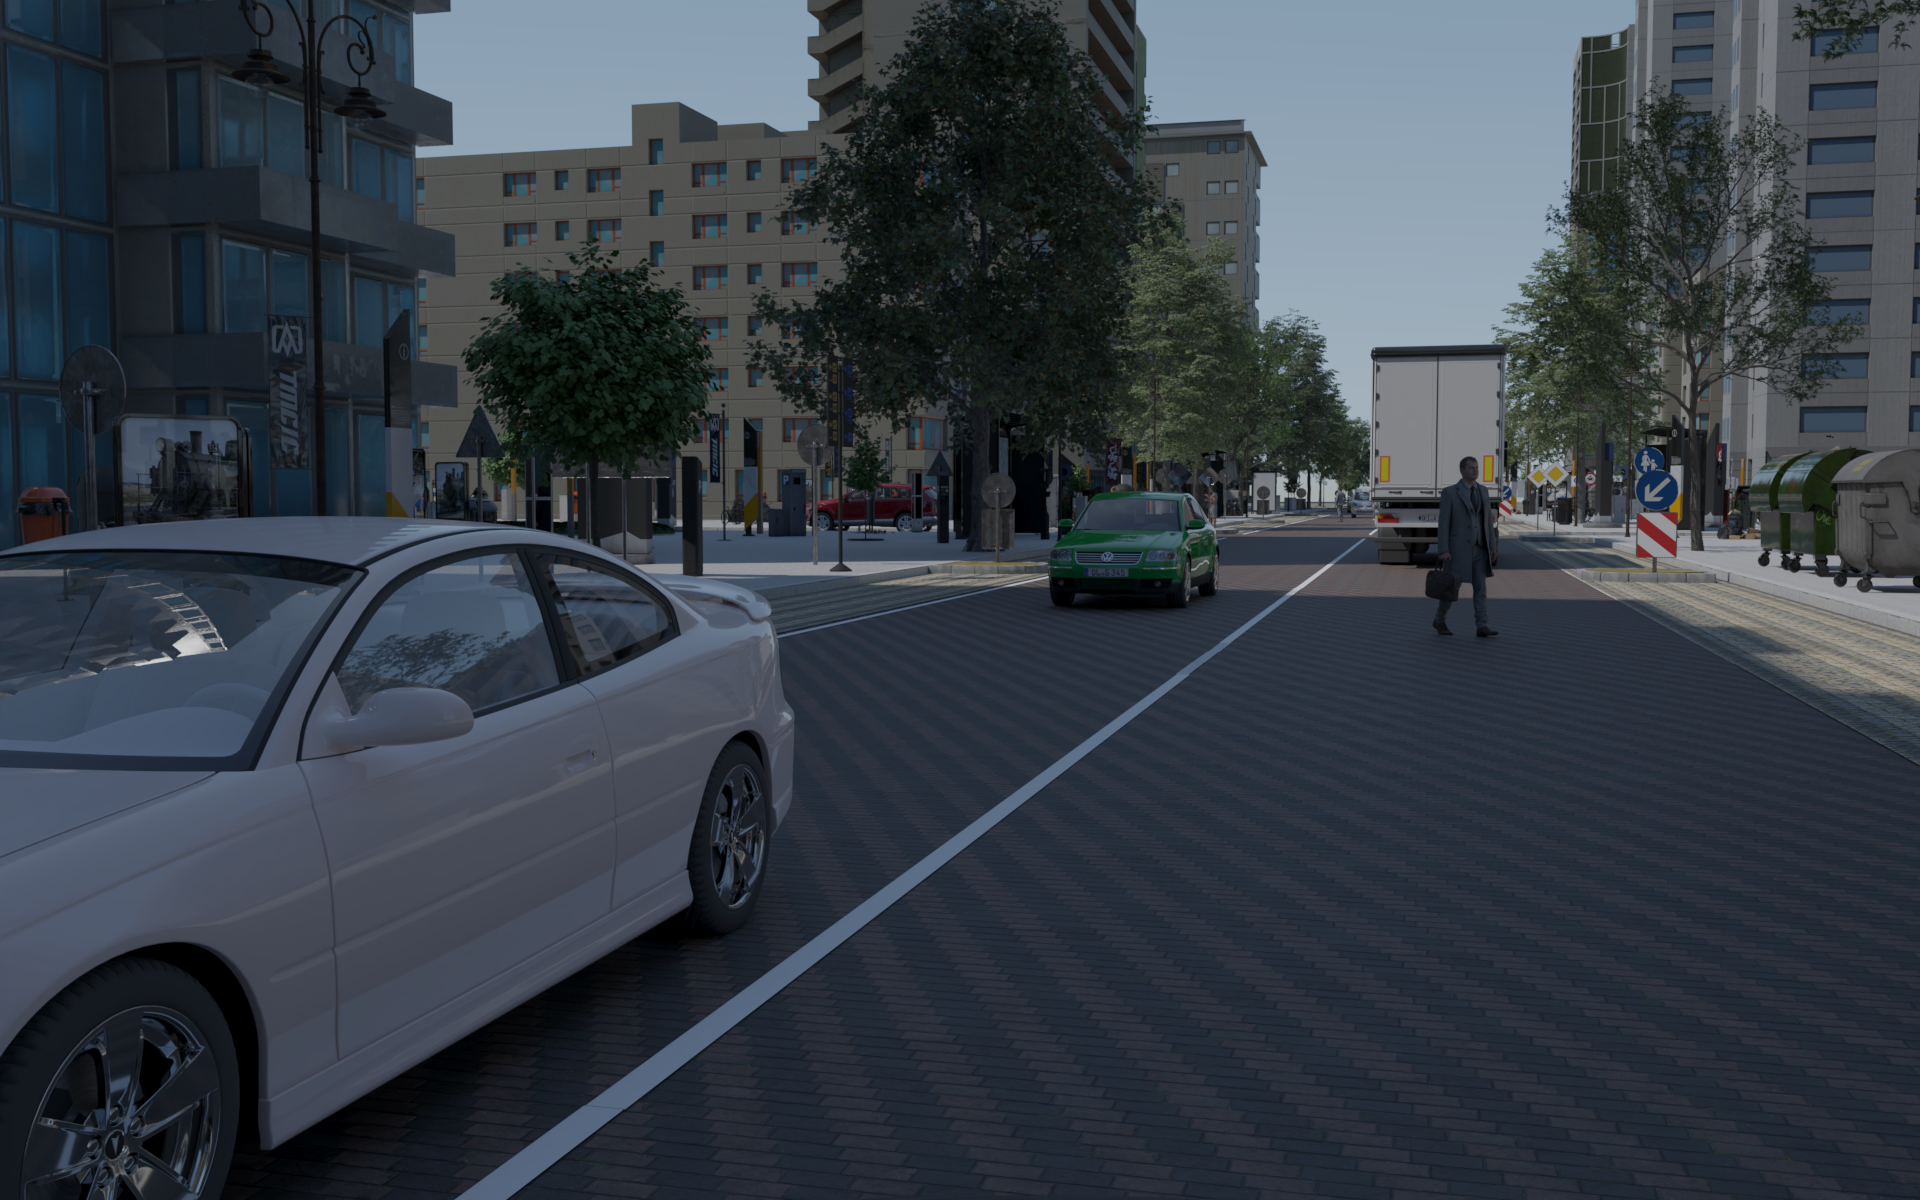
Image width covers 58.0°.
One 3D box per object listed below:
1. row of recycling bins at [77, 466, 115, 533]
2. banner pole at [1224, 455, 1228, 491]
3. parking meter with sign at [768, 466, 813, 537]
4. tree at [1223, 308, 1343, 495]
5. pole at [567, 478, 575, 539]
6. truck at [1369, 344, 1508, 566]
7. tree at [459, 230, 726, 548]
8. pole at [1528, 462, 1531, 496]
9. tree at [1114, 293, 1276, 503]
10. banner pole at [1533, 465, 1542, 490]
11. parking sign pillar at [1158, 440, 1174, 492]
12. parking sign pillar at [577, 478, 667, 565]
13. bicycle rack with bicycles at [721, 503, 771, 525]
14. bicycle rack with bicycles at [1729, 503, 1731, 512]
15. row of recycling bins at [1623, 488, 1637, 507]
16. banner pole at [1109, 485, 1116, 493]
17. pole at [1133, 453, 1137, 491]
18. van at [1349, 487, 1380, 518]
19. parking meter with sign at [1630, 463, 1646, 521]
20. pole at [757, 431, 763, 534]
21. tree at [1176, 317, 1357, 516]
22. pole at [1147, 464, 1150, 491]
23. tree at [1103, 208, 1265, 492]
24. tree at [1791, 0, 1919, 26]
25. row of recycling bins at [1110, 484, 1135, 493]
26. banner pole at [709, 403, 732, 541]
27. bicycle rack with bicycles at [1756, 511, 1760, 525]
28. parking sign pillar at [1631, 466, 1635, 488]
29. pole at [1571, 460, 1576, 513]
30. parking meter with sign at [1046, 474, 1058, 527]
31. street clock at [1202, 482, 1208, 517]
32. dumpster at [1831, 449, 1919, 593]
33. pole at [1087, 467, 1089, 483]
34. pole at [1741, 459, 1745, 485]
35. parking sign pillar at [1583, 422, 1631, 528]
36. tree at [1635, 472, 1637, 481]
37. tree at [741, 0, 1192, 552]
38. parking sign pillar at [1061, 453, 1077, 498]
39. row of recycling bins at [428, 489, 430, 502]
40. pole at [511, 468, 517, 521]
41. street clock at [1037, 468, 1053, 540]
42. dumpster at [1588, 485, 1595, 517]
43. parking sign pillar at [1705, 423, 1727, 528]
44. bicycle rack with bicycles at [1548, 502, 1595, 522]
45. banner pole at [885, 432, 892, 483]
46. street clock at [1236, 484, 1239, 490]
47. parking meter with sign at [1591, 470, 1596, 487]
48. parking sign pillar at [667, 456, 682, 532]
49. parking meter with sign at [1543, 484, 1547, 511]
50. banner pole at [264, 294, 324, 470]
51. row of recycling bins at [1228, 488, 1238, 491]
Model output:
[{"bbox_3d":[-12.767,-1.203,26.787,1.069,1.692,3.534,-1,4,-13],"label":"row of recycling bins"},{"bbox_3d":[17.114,-7.443,111.715,0.401,3.779,0.863,3,4,37],"label":"banner pole"},{"bbox_3d":[-5.062,-3.443,52.547,0.543,3.016,1.738,3,5,41],"label":"parking meter with sign"},{"bbox_3d":[21.776,-13.073,120.403,9.857,13.997,8.962,0,3,0],"label":"tree"},{"bbox_3d":[-10.961,-3.356,48.715,0.158,3.312,0.155,0,3,0],"label":"pole"},{"bbox_3d":[10.609,-3.005,38.053,2.839,4.237,11.283,1,4,17],"label":"truck"},{"bbox_3d":[-4.599,-2.331,21.818,4.285,4.588,4.351,0,3,0],"label":"tree"},{"bbox_3d":[35.817,-7.048,109.073,0.158,3.312,0.155,0,3,0],"label":"pole"},{"bbox_3d":[10.654,-8.854,79.173,8.767,10.594,7.601,2,4,27],"label":"tree"},{"bbox_3d":[43.041,-8.497,128.944,0.863,3.779,0.401,3,5,42],"label":"banner pole"},{"bbox_3d":[10.411,-6.045,87.309,1.447,3.967,1.447,2,4,25],"label":"parking sign pillar"},{"bbox_3d":[-6.348,-2.650,31.807,1.447,3.967,1.447,0,4,5],"label":"parking sign pillar"},{"bbox_3d":[-8.860,-3.641,72.913,2.852,0.926,2.925,3,5,45],"label":"bicycle rack with bicycles"},{"bbox_3d":[30.877,-3.678,73.521,2.852,0.926,2.925,3,5,43],"label":"bicycle rack with bicycles"},{"bbox_3d":[43.007,-6.362,111.135,1.069,1.692,3.534,2,4,23],"label":"row of recycling bins"},{"bbox_3d":[10.698,-8.050,121.640,0.863,3.779,0.401,1,4,17],"label":"banner pole"},{"bbox_3d":[8.709,-5.655,86.306,0.158,3.312,0.155,0,3,0],"label":"pole"},{"bbox_3d":[24.641,-6.004,105.183,2.013,2.044,4.112,1,4,14],"label":"van"},{"bbox_3d":[33.273,-5.335,83.489,1.738,3.016,0.543,1,4,19],"label":"parking meter with sign"},{"bbox_3d":[-6.450,-3.788,55.775,0.158,3.312,0.155,0,3,0],"label":"pole"},{"bbox_3d":[16.644,-10.842,103.016,9.928,11.665,9.643,0,3,0],"label":"tree"},{"bbox_3d":[12.598,-7.463,115.866,0.158,3.312,0.155,0,3,0],"label":"pole"},{"bbox_3d":[8.290,-9.268,69.654,7.486,12.596,7.792,0,3,0],"label":"tree"},{"bbox_3d":[9.123,-4.652,10.470,7.601,10.594,8.767,-3,5,-45],"label":"tree"},{"bbox_3d":[6.636,-3.874,70.445,1.069,1.692,3.534,0,4,3],"label":"row of recycling bins"},{"bbox_3d":[-6.604,-3.510,47.413,0.401,3.779,0.863,2,4,30],"label":"banner pole"},{"bbox_3d":[37.351,-3.976,78.389,2.925,0.926,2.852,-1,4,-17],"label":"bicycle rack with bicycles"},{"bbox_3d":[44.201,-7.753,115.241,1.447,3.967,1.447,-3,5,-44],"label":"parking sign pillar"},{"bbox_3d":[37.183,-6.797,104.966,0.158,3.312,0.155,0,3,0],"label":"pole"},{"bbox_3d":[3.461,-4.313,66.771,1.738,3.016,0.543,1,4,12],"label":"parking meter with sign"},{"bbox_3d":[11.919,-4.870,84.190,0.358,2.002,0.471,0,4,8],"label":"street clock"},{"bbox_3d":[12.436,-1.054,22.999,1.264,1.857,1.865,1,4,15],"label":"dumpster"},{"bbox_3d":[8.678,-7.565,117.537,0.158,3.312,0.155,0,3,0],"label":"pole"},{"bbox_3d":[44.917,-6.458,99.434,0.158,3.312,0.155,0,3,0],"label":"pole"},{"bbox_3d":[24.453,-4.728,65.776,1.447,3.967,1.447,1,4,12],"label":"parking sign pillar"},{"bbox_3d":[49.509,-8.156,127.957,1.663,3.219,1.824,0,3,0],"label":"tree"},{"bbox_3d":[0.446,-7.420,38.325,9.611,12.733,9.660,0,3,0],"label":"tree"},{"bbox_3d":[7.026,-7.638,113.358,1.447,3.967,1.447,3,5,41],"label":"parking sign pillar"},{"bbox_3d":[-43.178,-8.404,144.525,1.069,1.692,3.534,3,4,39],"label":"row of recycling bins"},{"bbox_3d":[-18.462,-4.759,71.651,0.158,3.312,0.155,0,3,0],"label":"pole"},{"bbox_3d":[2.400,-2.704,48.775,0.358,2.002,0.471,3,4,36],"label":"street clock"},{"bbox_3d":[35.886,-5.581,97.006,1.264,1.857,1.865,1,4,15],"label":"dumpster"},{"bbox_3d":[28.955,-4.766,66.404,1.447,3.967,1.447,0,4,8],"label":"parking sign pillar"},{"bbox_3d":[28.327,-4.040,79.434,2.925,0.926,2.852,1,4,9],"label":"bicycle rack with bicycles"},{"bbox_3d":[-2.799,-4.791,68.351,0.401,3.779,0.863,1,4,19],"label":"banner pole"},{"bbox_3d":[20.662,-7.566,128.273,0.358,2.002,0.471,3,5,44],"label":"street clock"},{"bbox_3d":[45.476,-7.836,124.374,0.543,3.016,1.738,3,4,36],"label":"parking meter with sign"},{"bbox_3d":[-9.958,-4.302,58.812,1.447,3.967,1.447,0,4,1],"label":"parking sign pillar"},{"bbox_3d":[44.302,-8.289,131.790,1.738,3.016,0.543,2,4,25],"label":"parking meter with sign"},{"bbox_3d":[-8.161,-1.926,21.511,0.863,3.779,0.401,-3,5,-40],"label":"banner pole"},{"bbox_3d":[18.605,-7.020,121.889,1.069,1.692,3.534,-1,4,-17],"label":"row of recycling bins"}]
